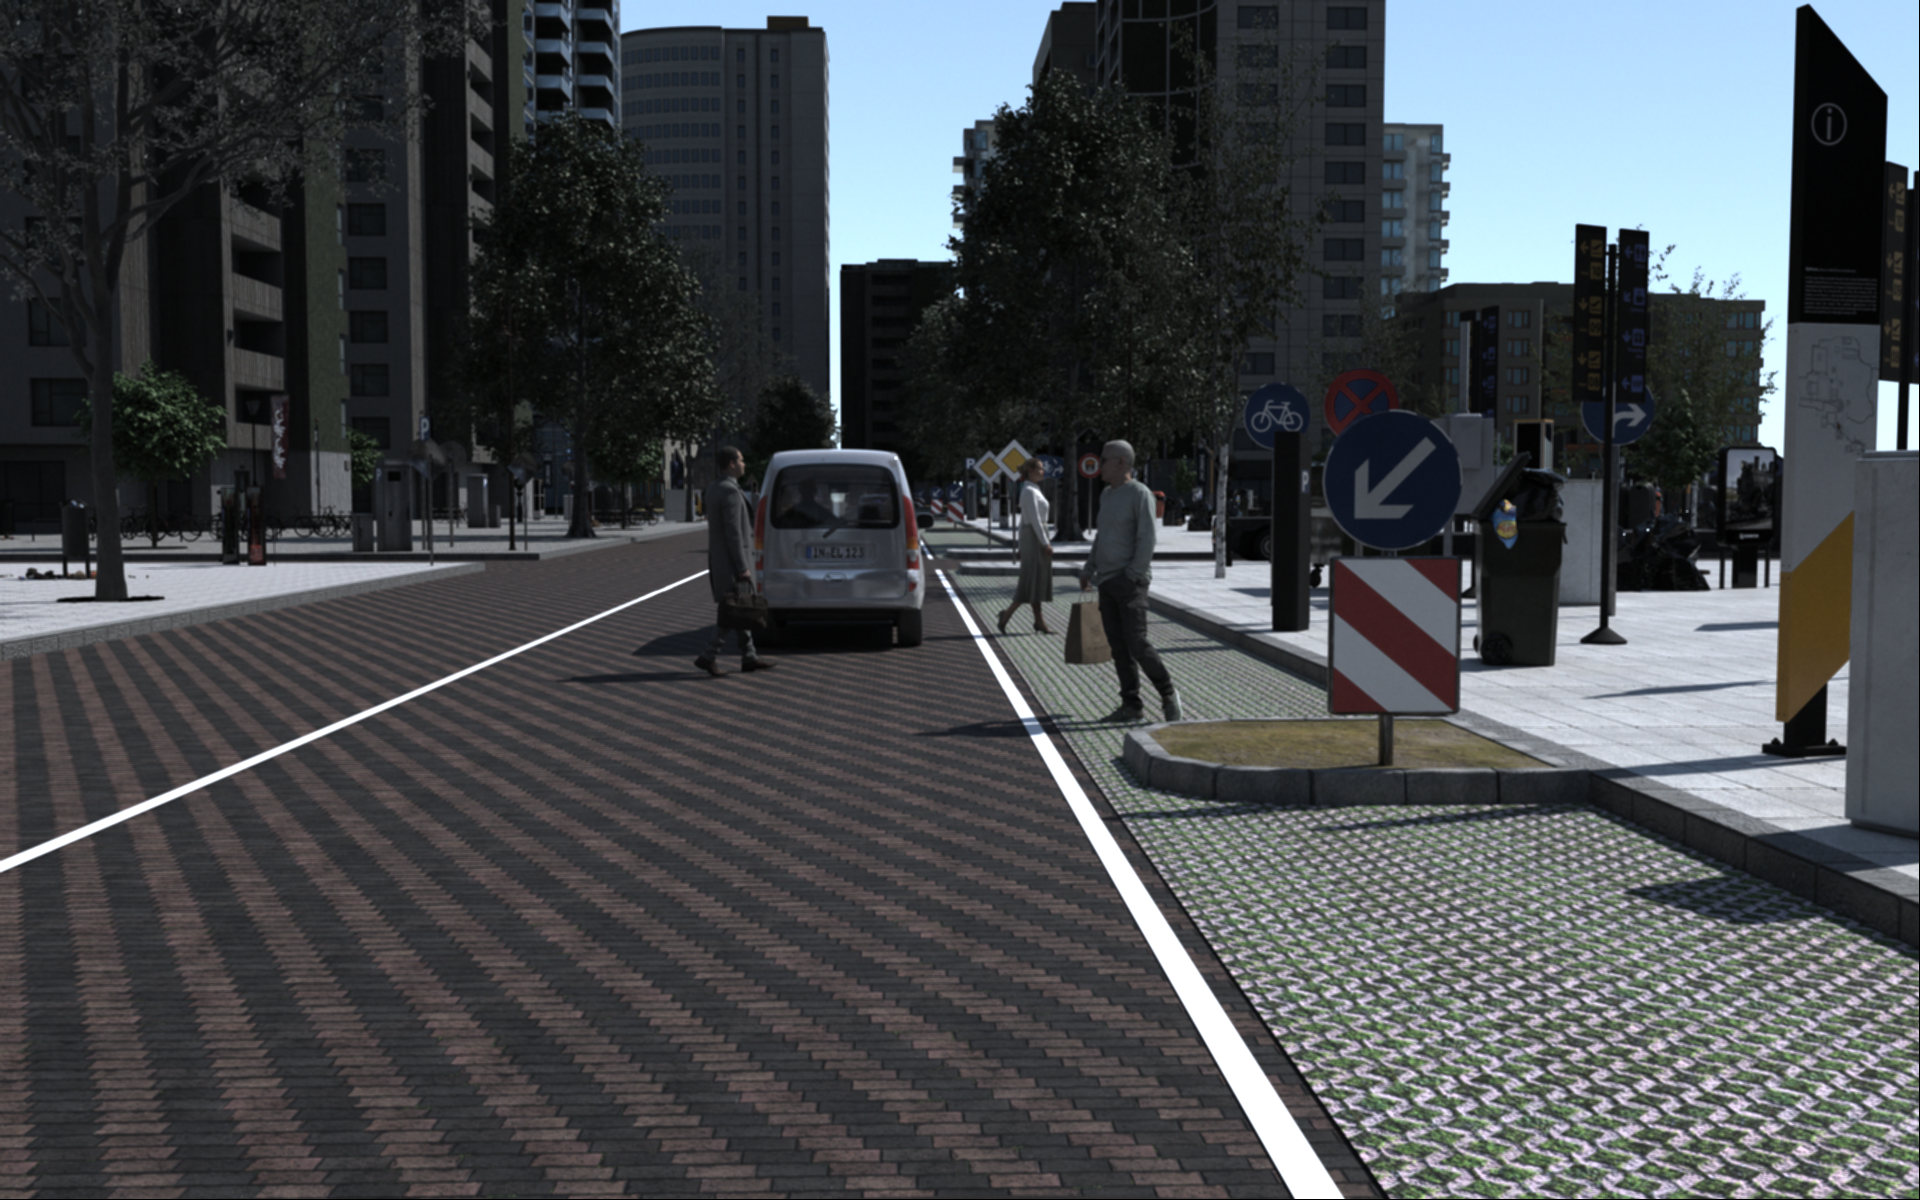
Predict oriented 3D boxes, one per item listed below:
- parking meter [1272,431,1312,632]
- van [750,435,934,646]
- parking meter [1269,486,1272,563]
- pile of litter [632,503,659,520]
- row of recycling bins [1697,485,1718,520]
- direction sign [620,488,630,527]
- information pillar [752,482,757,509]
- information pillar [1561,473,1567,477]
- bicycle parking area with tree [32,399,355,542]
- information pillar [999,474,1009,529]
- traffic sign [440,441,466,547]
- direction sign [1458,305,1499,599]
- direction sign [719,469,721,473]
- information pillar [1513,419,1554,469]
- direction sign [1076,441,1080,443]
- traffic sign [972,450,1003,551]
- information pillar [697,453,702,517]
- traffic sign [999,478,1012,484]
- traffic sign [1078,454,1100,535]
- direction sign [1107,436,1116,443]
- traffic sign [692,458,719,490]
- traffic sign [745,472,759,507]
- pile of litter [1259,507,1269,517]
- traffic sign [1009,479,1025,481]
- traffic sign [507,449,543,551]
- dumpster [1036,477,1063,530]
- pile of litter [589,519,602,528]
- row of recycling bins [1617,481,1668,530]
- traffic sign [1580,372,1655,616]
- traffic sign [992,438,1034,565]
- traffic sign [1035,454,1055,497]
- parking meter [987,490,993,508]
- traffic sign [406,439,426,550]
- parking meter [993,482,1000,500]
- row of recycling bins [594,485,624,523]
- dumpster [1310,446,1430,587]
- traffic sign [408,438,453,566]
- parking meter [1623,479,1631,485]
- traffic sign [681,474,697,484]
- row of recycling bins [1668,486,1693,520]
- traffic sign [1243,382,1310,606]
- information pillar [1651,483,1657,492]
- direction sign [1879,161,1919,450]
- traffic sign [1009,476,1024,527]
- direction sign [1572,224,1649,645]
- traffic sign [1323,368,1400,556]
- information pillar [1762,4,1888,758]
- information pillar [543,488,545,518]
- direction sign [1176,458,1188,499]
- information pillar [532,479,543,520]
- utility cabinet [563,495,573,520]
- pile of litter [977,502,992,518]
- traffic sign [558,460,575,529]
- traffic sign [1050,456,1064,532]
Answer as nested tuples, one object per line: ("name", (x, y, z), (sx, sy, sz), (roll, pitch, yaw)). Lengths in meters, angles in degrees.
("parking meter", (3.120, -0.646, 16.270), (0.255, 1.863, 0.399), (2, 4, 31))
("van", (-1.247, -0.654, 17.701), (2.013, 2.044, 4.112), (0, 4, -3))
("parking meter", (5.942, -1.453, 32.173), (0.372, 1.533, 0.369), (0, 3, 0))
("pile of litter", (-15.402, -4.336, 84.852), (1.176, 0.858, 1.719), (-2, 4, -30))
("row of recycling bins", (36.331, -4.516, 80.949), (1.069, 1.692, 3.534), (-3, 4, -36))
("direction sign", (-12.954, -4.577, 66.835), (0.379, 3.537, 0.876), (-2, 4, -26))
("information pillar", (-12.143, -5.984, 102.322), (0.304, 2.012, 0.304), (-1, 4, -13))
("information pillar", (20.851, -3.400, 60.084), (0.304, 2.012, 0.304), (3, 4, 37))
("bicycle parking area with tree", (-21.661, -3.859, 50.101), (9.016, 4.147, 8.231), (1, 4, 21))
("information pillar", (1.638, -3.656, 64.270), (0.304, 2.012, 0.304), (1, 4, 12))
("traffic sign", (-12.290, -2.550, 41.798), (0.768, 2.556, 0.104), (0, 4, 6))
("direction sign", (6.347, -1.792, 21.290), (0.379, 3.537, 0.876), (-1, 4, -13))
("direction sign", (-13.190, -6.339, 95.634), (0.379, 3.537, 0.876), (-1, 4, -18))
("information pillar", (5.674, -0.777, 17.192), (0.304, 2.012, 0.304), (2, 4, 35))
("direction sign", (4.612, -4.821, 70.822), (0.876, 3.537, 0.379), (3, 5, 40))
("traffic sign", (0.667, -2.182, 39.324), (0.795, 2.450, 0.064), (0, 4, -2))
("information pillar", (-14.798, -6.537, 98.236), (0.183, 3.616, 0.504), (-2, 4, -24))
("traffic sign", (2.588, -5.918, 96.867), (0.768, 2.556, 0.104), (0, 4, 0))
("traffic sign", (4.091, -3.325, 54.476), (0.768, 2.556, 0.104), (0, 4, 7))
("direction sign", (5.185, -3.970, 56.900), (0.876, 3.537, 0.379), (3, 5, 43))
("traffic sign", (-13.788, -6.286, 96.646), (2.265, 3.308, 0.079), (0, 4, 1))
("traffic sign", (-12.459, -6.337, 103.611), (0.884, 2.594, 0.081), (0, 4, 8))
("pile of litter", (13.916, -3.847, 76.860), (1.719, 0.858, 1.176), (1, 4, 11))
("traffic sign", (2.202, -4.296, 70.241), (0.884, 2.594, 0.081), (0, 4, 4))
("traffic sign", (-9.770, -2.159, 38.937), (0.795, 2.450, 0.064), (0, 4, -2))
("dumpster", (3.082, -3.389, 61.173), (1.264, 1.857, 1.865), (0, 4, -2))
("pile of litter", (-14.278, -3.224, 66.675), (1.176, 0.858, 1.719), (1, 4, 23))
("row of recycling bins", (20.608, -2.945, 55.261), (1.069, 1.692, 3.534), (-2, 4, -32))
("traffic sign", (6.857, -1.104, 18.154), (0.768, 2.556, 0.104), (0, 4, 1))
("traffic sign", (0.980, -1.694, 31.345), (0.795, 2.450, 0.064), (0, 4, -2))
("traffic sign", (2.664, -3.383, 55.424), (0.768, 2.556, 0.104), (0, 4, 2))
("parking meter", (1.928, -6.247, 110.543), (0.372, 1.533, 0.369), (0, 3, 0))
("traffic sign", (-12.299, -2.420, 39.669), (0.768, 2.556, 0.104), (0, 4, 1))
("parking meter", (1.770, -4.682, 82.270), (0.399, 1.863, 0.255), (1, 4, 23))
("row of recycling bins", (-15.910, -4.384, 78.787), (1.069, 1.692, 3.534), (0, 4, 0))
("dumpster", (5.399, -1.253, 22.973), (1.502, 2.255, 1.985), (0, 4, -2))
("traffic sign", (-9.457, -1.671, 30.958), (0.795, 2.450, 0.064), (0, 4, -2))
("parking meter", (25.769, -3.745, 66.939), (0.255, 1.863, 0.399), (2, 4, 26))
("traffic sign", (-14.813, -5.791, 94.686), (0.884, 2.594, 0.081), (0, 4, 7))
("row of recycling bins", (34.688, -4.797, 85.551), (3.534, 1.692, 1.069), (0, 4, 4))
("traffic sign", (3.613, -1.207, 19.844), (0.768, 2.556, 0.104), (0, 4, -1))
("information pillar", (30.009, -4.321, 75.145), (0.304, 2.012, 0.304), (-2, 4, -26))
("direction sign", (6.622, -1.233, 12.165), (0.876, 3.537, 0.379), (-3, 5, -41))
("traffic sign", (2.084, -4.154, 67.925), (0.884, 2.594, 0.081), (0, 4, 1))
("direction sign", (5.544, -1.395, 14.812), (0.876, 3.537, 0.379), (-2, 4, -29))
("traffic sign", (4.055, -1.069, 17.578), (0.768, 2.556, 0.104), (0, 4, 4))
("information pillar", (4.249, -1.046, 8.464), (0.504, 3.616, 0.183), (-1, 4, -14))
("information pillar", (-22.040, -5.290, 90.986), (0.304, 2.012, 0.304), (3, 4, 38))
("direction sign", (13.911, -7.131, 108.592), (0.876, 3.537, 0.379), (-1, 4, -23))
("information pillar", (-20.824, -4.932, 85.135), (0.304, 2.012, 0.304), (-1, 4, -22))
("utility cabinet", (-18.862, -4.500, 84.733), (1.020, 1.237, 0.306), (-1, 4, -21))
("pile of litter", (1.181, -4.808, 92.577), (1.719, 0.858, 1.176), (1, 4, 22))
("traffic sign", (-13.138, -3.490, 58.239), (0.795, 2.450, 0.064), (0, 4, 4))
("traffic sign", (3.202, -3.541, 57.998), (0.768, 2.556, 0.104), (0, 4, 7))
